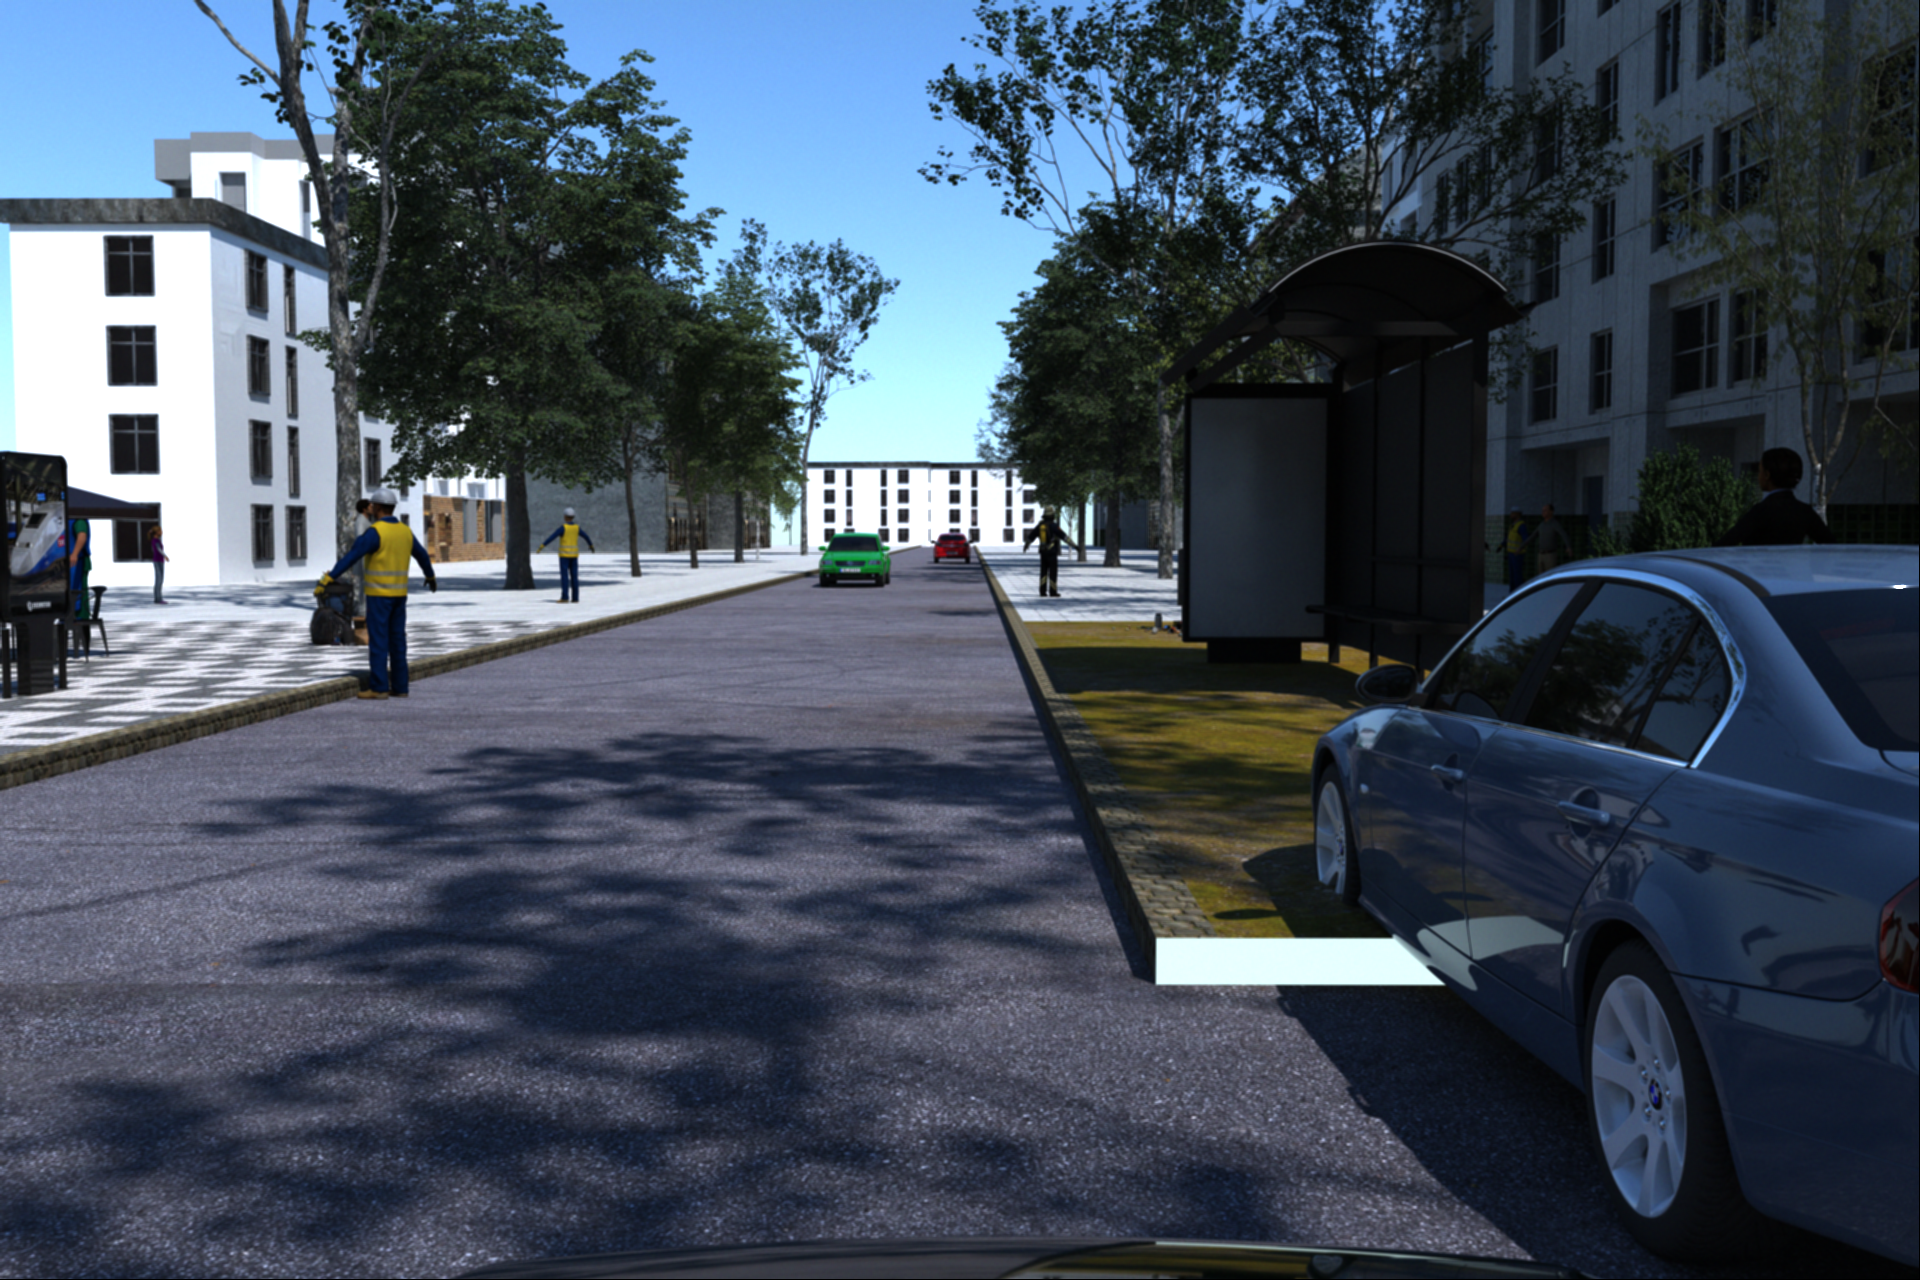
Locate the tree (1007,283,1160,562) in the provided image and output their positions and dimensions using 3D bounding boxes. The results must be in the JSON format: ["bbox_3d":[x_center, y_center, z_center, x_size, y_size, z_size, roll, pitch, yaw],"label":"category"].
[{"bbox_3d":[5.750,-9.758,77.668,7.486,12.596,7.792,0,3,0],"label":"tree"}]

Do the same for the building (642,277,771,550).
[{"bbox_3d":[-26.785,-19.479,149.405,19.493,23.208,18.063,0,4,1],"label":"building"}]

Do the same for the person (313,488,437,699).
[{"bbox_3d":[-5.037,-0.410,15.136,0.705,1.833,1.349,2,4,28],"label":"person"}]

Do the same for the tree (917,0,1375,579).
[{"bbox_3d":[4.909,-11.738,47.807,12.611,20.169,13.585,0,3,0],"label":"tree"}]

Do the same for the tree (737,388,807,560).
[{"bbox_3d":[-10.234,-8.265,85.498,4.360,8.622,3.978,0,3,0],"label":"tree"}]

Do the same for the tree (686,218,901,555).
[{"bbox_3d":[-10.306,-15.209,104.564,12.611,20.169,13.585,0,3,0],"label":"tree"}]

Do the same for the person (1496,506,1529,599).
[{"bbox_3d":[10.819,-1.702,33.792,0.705,1.833,1.349,0,4,-4],"label":"person"}]

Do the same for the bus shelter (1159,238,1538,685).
[{"bbox_3d":[2.971,-1.269,14.665,2.014,3.302,5.546,0,4,1],"label":"bus shelter"}]

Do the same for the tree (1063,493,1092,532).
[{"bbox_3d":[14.093,-15.328,200.974,4.360,8.622,3.978,0,3,0],"label":"tree"}]

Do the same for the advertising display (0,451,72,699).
[{"bbox_3d":[-7.433,-0.530,13.878,0.123,1.923,0.974,0,4,0],"label":"advertising display"}]

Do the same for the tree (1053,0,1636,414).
[{"bbox_3d":[5.677,-5.667,27.066,8.767,10.594,7.601,0,4,-4],"label":"tree"}]

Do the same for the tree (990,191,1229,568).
[{"bbox_3d":[5.922,-9.747,66.014,9.857,13.997,8.962,0,3,0],"label":"tree"}]

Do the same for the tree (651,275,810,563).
[{"bbox_3d":[-10.185,-9.683,76.443,7.486,12.596,7.792,0,3,0],"label":"tree"}]

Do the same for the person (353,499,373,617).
[{"bbox_3d":[-8.893,-1.212,26.003,0.705,1.806,1.347,-1,4,-14],"label":"person"}]

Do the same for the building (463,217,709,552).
[{"bbox_3d":[-29.545,-18.238,129.119,19.493,23.208,18.063,0,4,1],"label":"building"}]

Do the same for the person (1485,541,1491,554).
[{"bbox_3d":[9.626,-1.676,33.595,1.347,1.806,0.705,0,4,4],"label":"person"}]

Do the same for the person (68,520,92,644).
[{"bbox_3d":[-10.392,-0.868,20.317,0.704,1.817,1.347,-2,4,-31],"label":"person"}]

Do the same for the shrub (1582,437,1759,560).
[{"bbox_3d":[5.512,-0.538,13.208,1.690,2.028,1.600,0,3,0],"label":"shrub"}]

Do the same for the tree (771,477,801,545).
[{"bbox_3d":[-20.223,-15.501,203.799,4.737,8.622,4.395,0,3,0],"label":"tree"}]

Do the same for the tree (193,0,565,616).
[{"bbox_3d":[-10.509,-10.376,25.531,12.611,20.169,13.585,0,3,0],"label":"tree"}]

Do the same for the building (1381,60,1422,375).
[{"bbox_3d":[22.229,-13.034,69.522,16.016,20.090,11.380,0,3,0],"label":"building"}]

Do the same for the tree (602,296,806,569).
[{"bbox_3d":[-9.967,-7.960,64.562,8.767,10.594,7.601,-1,4,-17],"label":"tree"}]

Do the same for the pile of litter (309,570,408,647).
[{"bbox_3d":[-7.156,-0.404,20.577,1.176,0.858,1.719,0,4,1],"label":"pile of litter"}]

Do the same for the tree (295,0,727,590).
[{"bbox_3d":[-10.226,-8.135,39.661,9.857,13.997,8.962,0,3,0],"label":"tree"}]

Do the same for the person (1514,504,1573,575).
[{"bbox_3d":[10.114,-1.444,29.877,0.705,1.796,1.348,-2,4,-24],"label":"person"}]

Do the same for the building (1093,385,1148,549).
[{"bbox_3d":[22.525,-18.431,167.810,16.747,18.905,31.486,0,4,0],"label":"building"}]

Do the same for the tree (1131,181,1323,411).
[{"bbox_3d":[5.658,-5.254,36.259,4.737,8.622,4.395,0,3,0],"label":"tree"}]

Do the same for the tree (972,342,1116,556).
[{"bbox_3d":[5.759,-11.691,101.509,12.009,13.543,11.850,0,3,0],"label":"tree"}]

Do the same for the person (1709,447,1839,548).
[{"bbox_3d":[4.296,-0.157,9.294,1.216,1.740,0.721,-1,4,-20],"label":"person"}]

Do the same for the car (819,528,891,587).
[{"bbox_3d":[-2.899,-2.408,48.175,1.959,1.807,4.718,0,4,0],"label":"car"}]

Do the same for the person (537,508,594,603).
[{"bbox_3d":[-7.338,-1.581,32.321,1.216,1.772,0.721,-3,5,-45],"label":"person"}]

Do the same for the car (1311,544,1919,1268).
[{"bbox_3d":[2.200,0.445,4.720,2.014,1.417,4.499,0,4,-1],"label":"car"}]

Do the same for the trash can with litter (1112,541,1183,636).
[{"bbox_3d":[2.903,-0.698,22.476,1.678,1.210,2.233,0,4,-1],"label":"trash can with litter"}]

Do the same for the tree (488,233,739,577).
[{"bbox_3d":[-10.050,-7.175,51.723,7.601,10.594,8.767,0,4,5],"label":"tree"}]

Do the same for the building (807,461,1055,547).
[{"bbox_3d":[-3.180,-15.669,200.789,28.070,9.664,9.099,0,4,7],"label":"building"}]

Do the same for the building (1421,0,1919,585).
[{"bbox_3d":[22.150,-10.372,36.047,16.747,18.905,31.486,0,3,0],"label":"building"}]

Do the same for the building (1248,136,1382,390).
[{"bbox_3d":[24.747,-15.474,83.921,19.493,23.208,18.063,0,3,0],"label":"building"}]

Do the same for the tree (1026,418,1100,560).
[{"bbox_3d":[5.352,-8.298,86.039,4.737,8.622,4.395,0,3,0],"label":"tree"}]

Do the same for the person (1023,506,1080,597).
[{"bbox_3d":[1.830,-1.813,35.414,1.354,1.856,0.705,2,4,35],"label":"person"}]

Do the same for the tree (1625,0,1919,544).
[{"bbox_3d":[9.854,-4.231,19.543,4.360,8.622,3.978,0,3,0],"label":"tree"}]

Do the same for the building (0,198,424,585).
[{"bbox_3d":[-23.004,-7.055,57.505,9.099,9.664,28.070,0,4,1],"label":"building"}]

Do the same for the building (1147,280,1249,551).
[{"bbox_3d":[25.249,-18.780,137.983,19.493,23.208,18.063,0,4,0],"label":"building"}]

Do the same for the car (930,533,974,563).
[{"bbox_3d":[-0.396,-4.715,86.135,2.155,1.783,4.494,0,4,0],"label":"car"}]

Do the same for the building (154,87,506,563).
[{"bbox_3d":[-28.049,-13.359,74.839,16.016,20.090,11.380,0,4,0],"label":"building"}]

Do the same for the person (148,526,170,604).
[{"bbox_3d":[-14.702,-1.385,31.911,0.599,1.433,0.991,-2,4,-34],"label":"person"}]
